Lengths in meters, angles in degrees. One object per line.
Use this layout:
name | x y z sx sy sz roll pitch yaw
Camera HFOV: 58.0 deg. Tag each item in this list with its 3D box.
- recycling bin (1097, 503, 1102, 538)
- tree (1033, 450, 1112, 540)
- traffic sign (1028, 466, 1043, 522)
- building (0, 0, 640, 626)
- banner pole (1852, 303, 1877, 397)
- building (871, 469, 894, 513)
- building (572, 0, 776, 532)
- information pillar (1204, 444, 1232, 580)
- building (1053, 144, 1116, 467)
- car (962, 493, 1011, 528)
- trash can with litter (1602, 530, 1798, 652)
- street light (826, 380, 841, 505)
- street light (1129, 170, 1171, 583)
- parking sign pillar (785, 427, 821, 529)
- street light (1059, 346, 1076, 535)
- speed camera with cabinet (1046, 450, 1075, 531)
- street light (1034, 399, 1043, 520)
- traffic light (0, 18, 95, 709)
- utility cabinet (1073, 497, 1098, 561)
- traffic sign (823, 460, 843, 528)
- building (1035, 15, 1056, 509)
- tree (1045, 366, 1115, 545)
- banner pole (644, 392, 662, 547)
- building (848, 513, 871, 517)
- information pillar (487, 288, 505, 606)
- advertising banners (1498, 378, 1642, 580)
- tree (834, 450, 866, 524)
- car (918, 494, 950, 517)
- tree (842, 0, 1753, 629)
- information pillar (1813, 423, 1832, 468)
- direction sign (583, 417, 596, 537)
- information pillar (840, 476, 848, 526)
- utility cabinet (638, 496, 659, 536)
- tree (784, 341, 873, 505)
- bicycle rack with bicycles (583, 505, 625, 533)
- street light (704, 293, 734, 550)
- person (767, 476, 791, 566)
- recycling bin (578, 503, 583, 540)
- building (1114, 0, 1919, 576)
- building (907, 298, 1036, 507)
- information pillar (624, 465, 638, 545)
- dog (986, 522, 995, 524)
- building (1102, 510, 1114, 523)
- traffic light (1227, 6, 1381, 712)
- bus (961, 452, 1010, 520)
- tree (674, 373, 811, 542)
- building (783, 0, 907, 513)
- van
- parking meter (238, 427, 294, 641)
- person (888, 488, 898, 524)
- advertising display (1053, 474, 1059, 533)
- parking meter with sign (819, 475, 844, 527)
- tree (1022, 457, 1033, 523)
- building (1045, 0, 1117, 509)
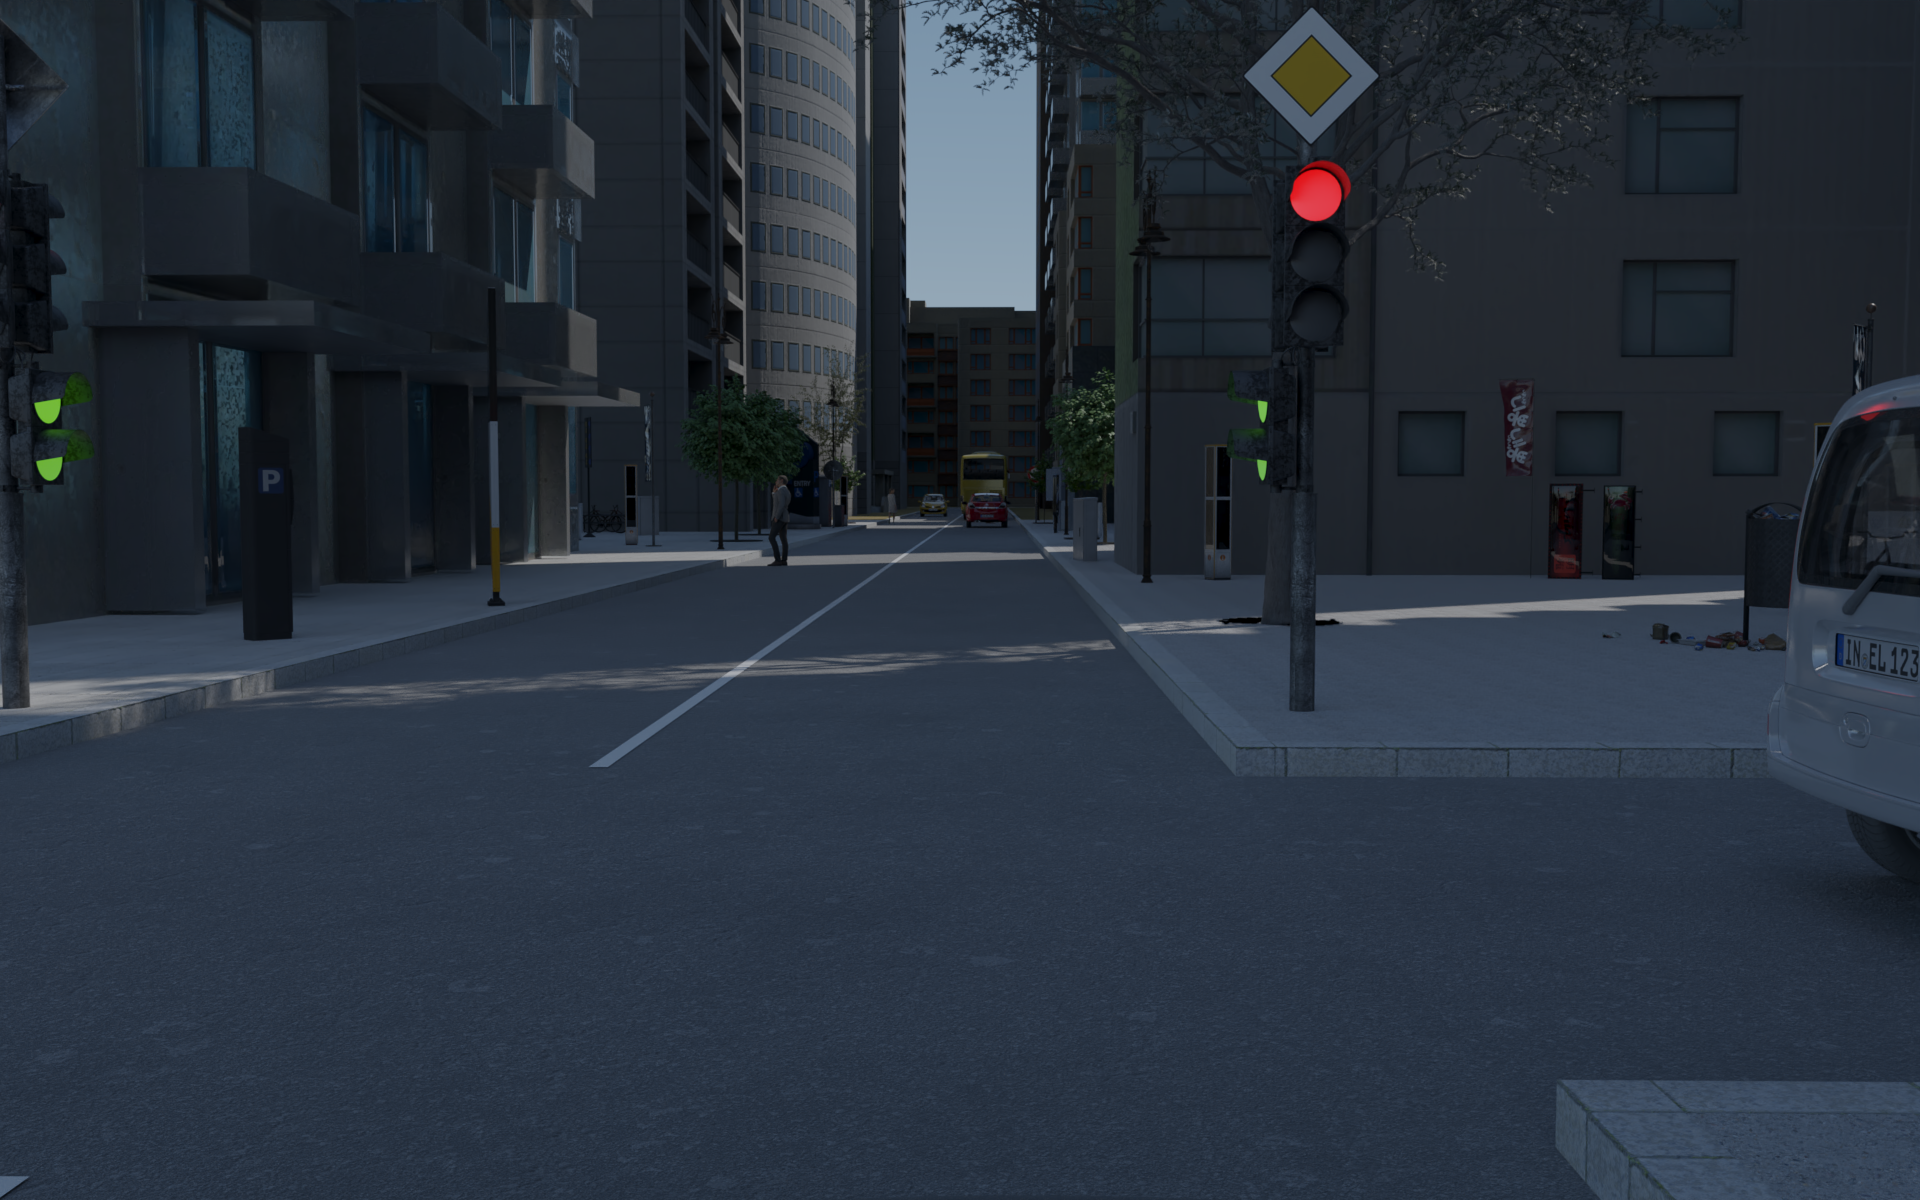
recycling bin | 3.810 -2.366 51.241 0.722 1.027 0.722 1 4 13
tree | 3.355 -3.321 48.904 1.663 3.219 1.824 0 3 0
traffic sign | 3.399 -4.724 77.341 0.768 2.556 0.104 0 4 4
building | -18.418 -24.798 25.054 23.786 49.044 30.456 0 4 1
banner pole | 11.805 -1.999 22.695 0.863 3.779 0.401 -3 5 -44
building | -21.277 -26.551 125.992 32.217 40.220 23.993 0 4 1
building | -17.137 -38.464 67.144 20.563 71.187 20.611 0 4 1
information pillar | 3.853 -1.306 25.840 0.304 2.012 0.304 -1 4 -22
building | 19.731 -15.595 100.017 27.650 21.520 28.899 0 4 1
car | 1.151 -4.039 75.081 2.155 1.783 4.494 0 4 0
trash can with litter | 6.622 -0.225 14.743 1.678 1.210 2.233 -3 4 -37
street light | -5.071 -5.908 69.377 0.468 5.910 1.993 0 4 1
street light | 2.705 -3.186 24.880 0.468 5.910 1.993 0 4 1
parking sign pillar | -5.805 -4.578 63.317 1.447 3.967 1.447 2 4 27
street light | 3.345 -4.985 54.298 0.468 5.910 1.993 0 4 1
speed camera with cabinet | 3.514 -4.056 60.647 0.660 3.252 2.038 1 4 17
street light | 3.809 -6.820 84.289 0.468 5.910 1.993 0 4 1
traffic light | -5.651 -1.307 10.283 0.839 4.253 0.868 0 4 1
utility cabinet | 2.409 -1.364 33.463 0.306 1.237 1.020 0 4 -7
traffic sign | -4.746 -3.960 64.852 0.768 2.556 0.104 0 4 7
building | 13.743 -30.700 152.060 14.600 45.320 14.200 0 4 1
tree | 3.798 -3.720 44.535 4.285 4.588 4.351 0 3 0
banner pole | -7.619 -3.214 42.566 0.401 3.779 0.863 -2 4 -27
building | -16.621 -34.069 99.028 21.231 58.520 28.212 0 4 1
information pillar | -5.375 -1.749 19.948 0.183 3.616 0.504 -1 4 -17
advertising banners | 9.163 -1.828 26.072 2.074 3.025 0.090 1 4 20
tree | -5.098 -4.934 75.273 1.663 3.219 1.824 0 3 0
car | -1.666 -6.123 110.327 2.015 1.641 3.980 0 4 1
tree | 3.215 -6.494 16.551 12.009 13.543 11.850 0 3 0
information pillar | 9.035 -0.821 17.918 0.304 2.012 0.304 -2 4 -34
direction sign | -11.001 -3.626 51.290 0.379 3.537 0.876 -1 4 -23
information pillar | -4.603 -3.931 68.763 0.304 2.012 0.304 0 4 0
utility cabinet | -9.778 -2.616 53.932 0.306 1.237 1.020 2 4 24
tree | -6.037 -8.096 82.731 4.360 8.622 3.978 0 3 0
bicycle rack with bicycles | -11.699 -2.667 56.988 2.925 0.926 2.852 0 4 -6
street light | -5.543 -4.108 39.955 0.468 5.910 1.993 0 4 1
person | -3.620 -1.587 34.630 0.473 1.802 0.592 1 4 23
recycling bin | -10.884 -2.179 48.179 0.722 1.027 0.722 -1 4 -8
building | 9.950 -21.366 32.930 14.154 41.232 14.086 0 4 1
building | -5.439 -20.720 183.812 28.899 21.520 27.650 0 4 1
information pillar | -8.253 -2.386 43.501 0.304 2.012 0.304 0 4 -8
dog | 1.502 -3.927 84.400 0.550 0.427 0.748 1 4 10
building | 15.939 -46.183 67.765 22.319 86.520 31.000 0 4 1
traffic light | 2.009 -1.299 10.156 0.839 4.253 0.868 0 4 1
bus | 1.457 -6.625 99.870 2.896 3.916 12.252 0 4 2
tree | -6.035 -3.858 46.797 4.285 4.588 4.351 0 3 0
building | -18.838 -37.136 149.177 28.212 58.520 21.231 0 4 1
van | 4.950 0.085 5.629 4.112 2.044 2.013 0 4 1
parking meter | -6.107 -0.585 15.273 0.255 1.863 0.399 3 5 45
person | -3.211 -4.452 82.040 0.466 1.731 0.760 0 4 7
advertising display | 3.170 -3.181 57.228 0.123 1.923 0.974 1 4 8
parking meter with sign | -5.379 -4.362 67.585 1.738 3.016 0.543 1 4 17
tree | 3.524 -4.919 75.025 1.663 3.219 1.824 0 3 0
building | 17.746 -31.191 129.582 23.786 49.044 30.456 0 4 1
